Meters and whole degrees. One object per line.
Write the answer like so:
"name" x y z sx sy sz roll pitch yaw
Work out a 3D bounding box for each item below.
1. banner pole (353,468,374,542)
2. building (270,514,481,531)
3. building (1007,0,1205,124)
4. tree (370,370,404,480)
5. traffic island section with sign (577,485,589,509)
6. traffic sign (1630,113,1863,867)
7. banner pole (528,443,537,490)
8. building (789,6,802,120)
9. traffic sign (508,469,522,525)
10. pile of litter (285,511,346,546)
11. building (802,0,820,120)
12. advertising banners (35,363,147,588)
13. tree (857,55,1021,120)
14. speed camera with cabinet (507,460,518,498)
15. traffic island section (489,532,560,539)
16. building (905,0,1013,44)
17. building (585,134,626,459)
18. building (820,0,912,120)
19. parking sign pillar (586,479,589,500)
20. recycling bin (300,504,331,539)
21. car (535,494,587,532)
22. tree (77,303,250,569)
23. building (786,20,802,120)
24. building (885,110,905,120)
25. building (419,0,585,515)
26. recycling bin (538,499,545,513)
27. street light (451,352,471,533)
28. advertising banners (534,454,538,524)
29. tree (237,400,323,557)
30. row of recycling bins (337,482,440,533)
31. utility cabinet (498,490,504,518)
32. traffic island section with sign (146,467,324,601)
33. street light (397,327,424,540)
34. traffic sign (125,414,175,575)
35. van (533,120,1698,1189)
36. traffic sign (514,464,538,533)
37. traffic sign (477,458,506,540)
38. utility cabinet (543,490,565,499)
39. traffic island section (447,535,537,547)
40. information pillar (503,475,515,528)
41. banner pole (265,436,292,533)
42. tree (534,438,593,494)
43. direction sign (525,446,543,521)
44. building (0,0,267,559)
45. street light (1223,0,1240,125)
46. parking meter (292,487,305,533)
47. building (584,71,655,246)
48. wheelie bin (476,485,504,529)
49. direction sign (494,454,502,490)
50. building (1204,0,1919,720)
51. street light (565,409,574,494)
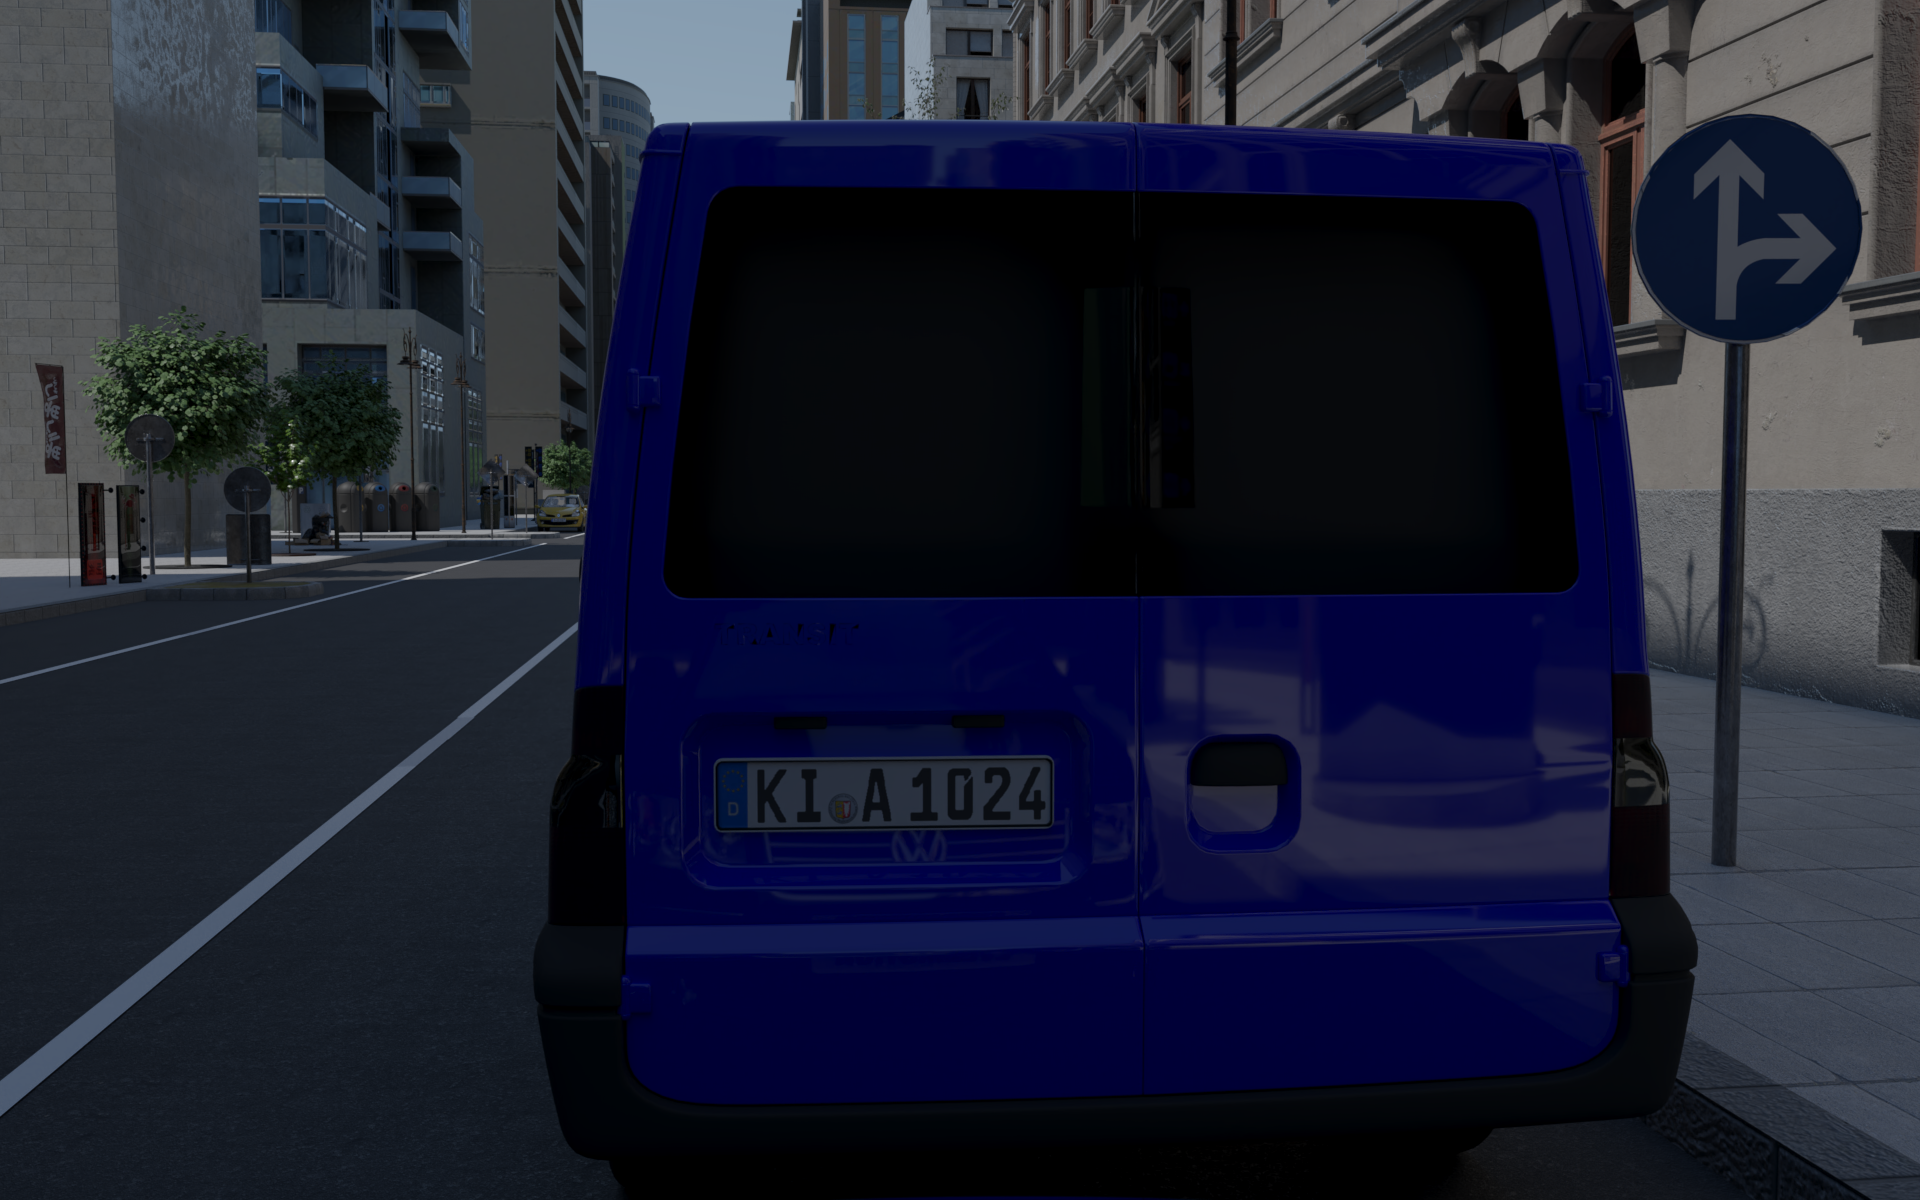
"banner pole" -15.963 -3.451 46.437 0.401 3.779 0.863 1 4 13
"building" -32.009 -46.452 72.156 22.319 86.520 31.000 0 4 -7
"building" 7.663 -12.294 37.159 11.583 22.565 21.152 0 4 -7
"tree" -14.172 -3.399 39.290 4.285 4.588 4.351 0 3 0
"traffic island section with sign" -17.008 -4.276 78.547 1.989 1.847 2.006 0 4 -7
"traffic sign" 2.646 -0.356 5.921 0.768 2.556 0.104 0 4 2
"banner pole" -21.103 -5.849 85.644 0.863 3.779 0.401 2 4 35
"building" -18.003 -58.885 275.438 22.319 86.520 31.000 0 4 -7
"traffic sign" -18.098 -4.189 70.620 0.606 2.300 0.079 0 4 -2
"pile of litter" -16.185 -1.805 43.471 1.719 0.858 1.176 3 4 37
"building" -4.363 -38.034 163.852 21.231 58.520 28.212 0 4 -7
"advertising banners" -12.107 -1.711 24.166 0.090 3.025 2.074 1 4 12
"tree" -0.039 -4.838 29.469 4.360 8.622 3.978 0 3 0
"speed camera with cabinet" -26.707 -6.542 101.305 0.660 3.252 2.038 1 4 23
"traffic island section" -14.222 -2.109 56.760 2.009 0.180 2.903 0 4 -7
"building" 6.768 -12.947 66.439 16.860 20.320 10.420 0 4 -7
"building" -44.360 -31.044 191.160 14.154 41.232 14.086 0 4 -7
"building" -4.239 -30.142 142.934 14.600 45.320 14.200 0 4 -7
"parking sign pillar" -25.553 -8.086 120.684 1.447 3.967 1.447 0 4 -5
"recycling bin" -17.139 -2.050 46.077 0.722 1.027 0.722 -1 4 -17
"car" -15.264 -3.448 66.590 2.015 1.641 3.980 0 4 -8
"tree" -13.486 -2.830 29.981 4.285 4.588 4.351 0 3 0
"building" -4.411 -36.902 192.584 28.713 52.752 27.495 0 4 -7
"building" -1.109 -16.669 101.415 11.050 23.489 19.941 0 4 -7
"building" -36.766 -30.078 115.482 21.300 48.544 21.600 0 4 -7
"recycling bin" -20.714 -4.556 87.047 0.722 1.027 0.722 3 5 40
"street light" -16.264 -5.127 56.612 0.468 5.910 1.993 0 4 -7
"advertising banners" -17.919 -4.716 73.287 0.090 3.025 2.074 -1 4 -16
"tree" -14.033 -2.519 35.794 1.663 3.219 1.824 0 3 0
"row of recycling bins" -19.349 -3.148 58.577 3.534 1.692 1.069 -3 5 -44
"utility cabinet" -24.865 -5.126 92.496 1.173 1.500 0.318 2 4 31
"traffic island section with sign" -10.099 -0.961 24.335 1.989 1.847 2.006 0 4 -7
"street light" -15.196 -4.601 48.015 0.468 5.910 1.993 0 4 -7
"traffic sign" -12.875 -1.678 27.540 0.768 2.556 0.104 0 4 -5
"van" 0.007 -0.057 5.316 2.240 2.365 5.245 0 4 -6
"traffic sign" -14.200 -3.245 56.702 0.795 2.450 0.064 0 4 -7
"traffic sign" -13.190 -2.761 48.780 0.795 2.450 0.064 0 4 -7
"utility cabinet" -22.345 -5.304 95.402 1.173 1.500 0.318 0 4 0
"traffic island section" -13.212 -1.624 48.839 2.009 0.180 2.903 0 4 -7
"information pillar" -16.989 -3.716 65.241 0.304 2.012 0.304 2 4 31
"banner pole" -22.421 -4.087 56.840 0.863 3.779 0.401 -1 4 -18
"tree" -23.390 -7.419 105.012 4.285 4.588 4.351 0 3 0
"direction sign" -20.227 -5.520 82.248 0.876 3.537 0.379 1 4 11
"building" -25.638 -11.212 38.074 16.860 20.320 10.420 0 4 -7
"street light" 1.662 -2.317 10.676 0.468 5.910 1.993 0 4 -7
"parking meter" -21.662 -3.120 56.730 0.255 1.863 0.399 1 4 22
"building" -53.760 -42.819 242.083 21.231 58.520 28.212 0 4 -7
"wheelie bin" -17.072 -3.374 63.065 0.980 1.594 0.693 -2 4 -31
"direction sign" -26.199 -6.506 98.364 0.379 3.537 0.876 -3 5 -41
"building" 11.000 -13.898 14.617 14.401 28.519 23.554 0 4 -7
"street light" -21.078 -7.389 93.606 0.468 5.910 1.993 0 4 -7
